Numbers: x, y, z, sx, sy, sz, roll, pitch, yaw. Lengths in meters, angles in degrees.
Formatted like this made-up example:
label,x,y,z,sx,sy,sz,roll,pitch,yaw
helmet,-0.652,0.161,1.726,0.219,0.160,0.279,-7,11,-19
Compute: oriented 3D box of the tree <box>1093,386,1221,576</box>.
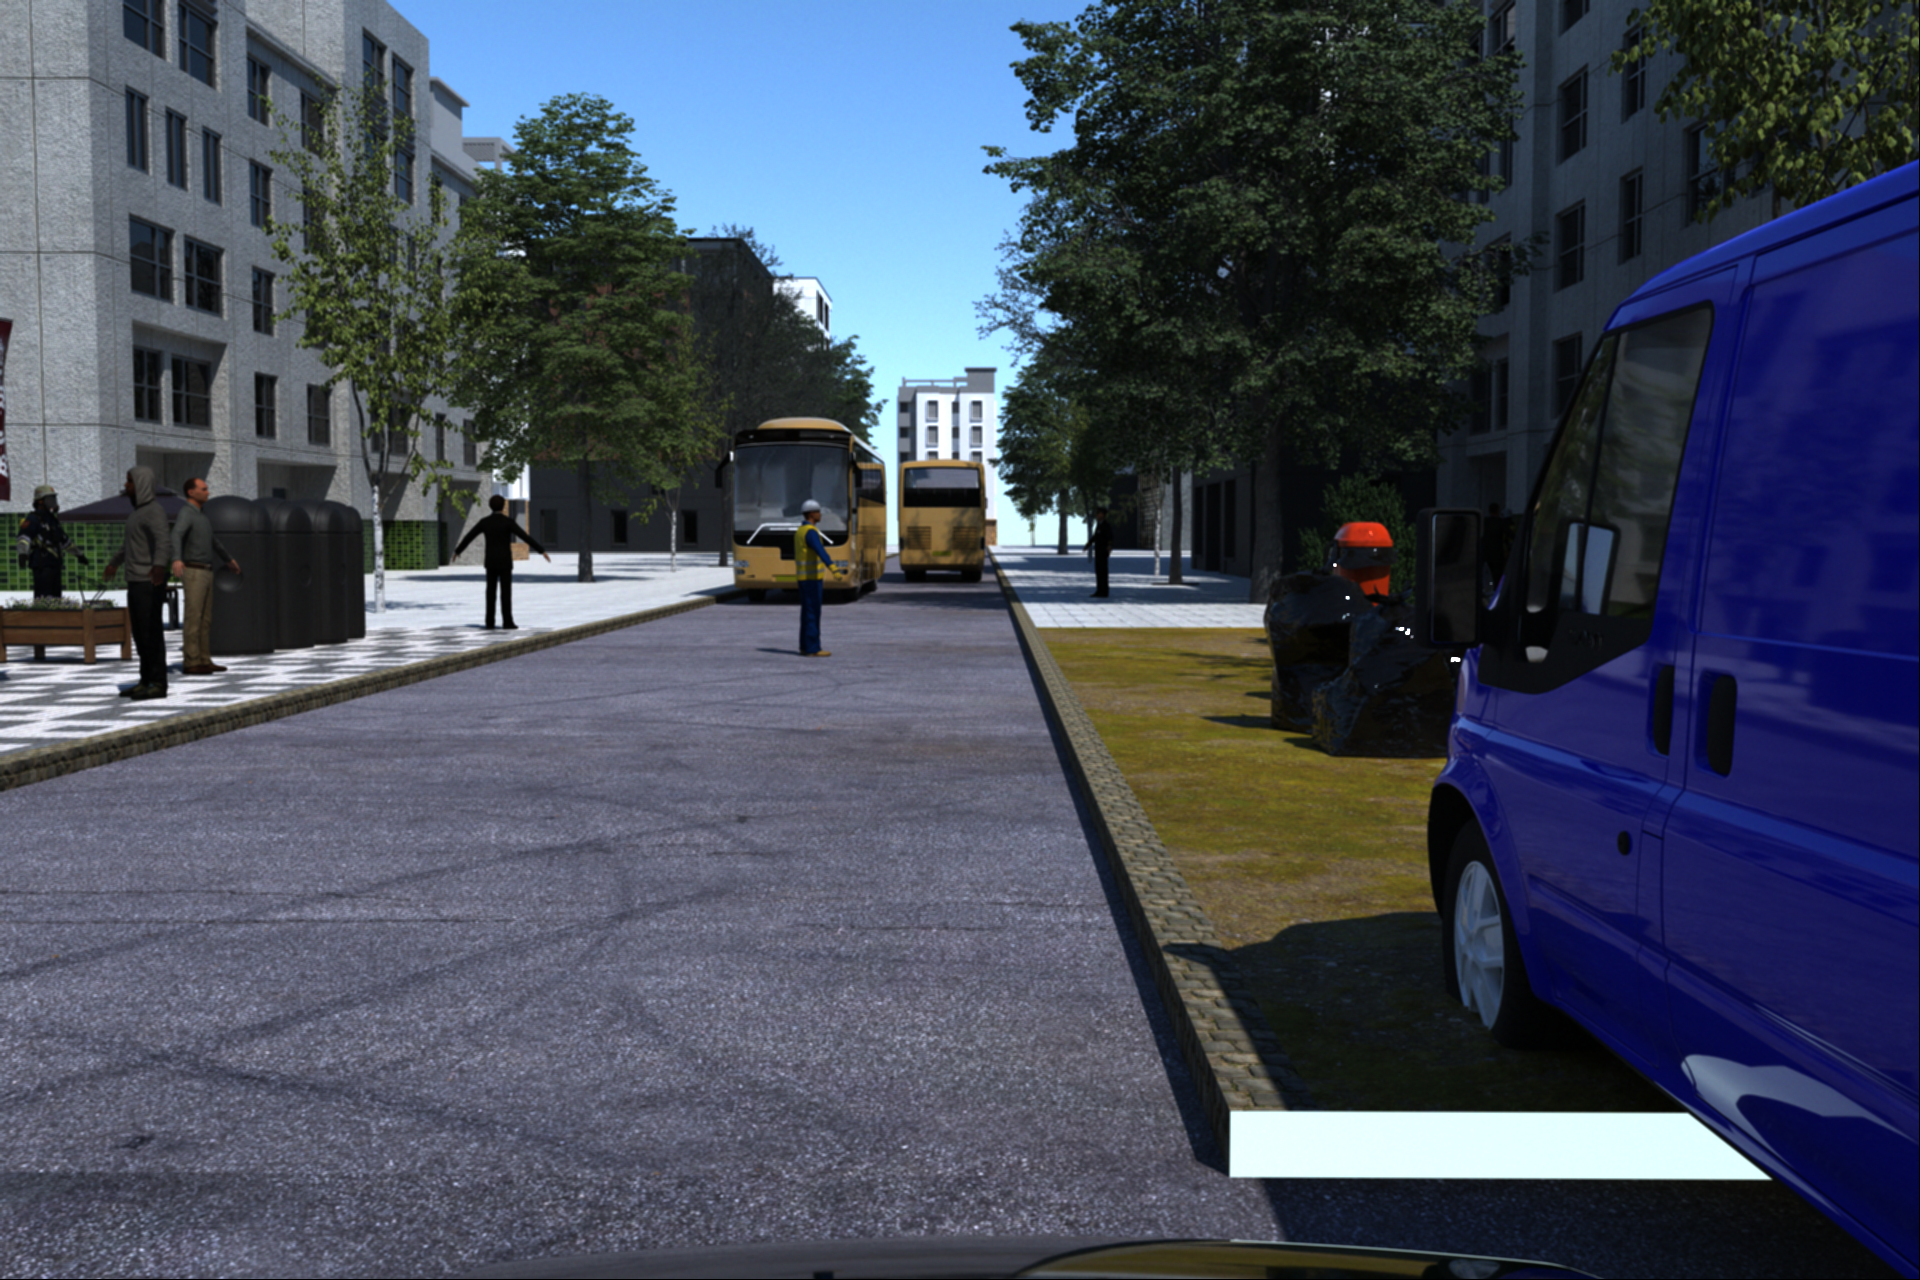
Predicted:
label,x,y,z,sx,sy,sz,roll,pitch,yaw
tree,5.976,-6.236,52.317,4.360,8.622,3.978,0,3,0

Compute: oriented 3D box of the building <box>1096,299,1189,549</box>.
label,x,y,z,sx,sy,sz,roll,pitch,yaw
building,26.787,-19.635,165.004,27.936,21.610,32.646,0,4,0

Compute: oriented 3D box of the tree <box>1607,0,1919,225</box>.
label,x,y,z,sx,sy,sz,roll,pitch,yaw
tree,6.265,-3.784,12.237,4.737,8.622,4.395,0,3,0

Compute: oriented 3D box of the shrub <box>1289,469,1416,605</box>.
label,x,y,z,sx,sy,sz,roll,pitch,yaw
shrub,4.552,-0.935,19.713,1.690,2.028,1.600,0,3,0

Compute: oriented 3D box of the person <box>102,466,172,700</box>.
label,x,y,z,sx,sy,sz,roll,pitch,yaw
person,-6.396,-0.453,13.537,0.705,1.813,1.348,-3,5,-41

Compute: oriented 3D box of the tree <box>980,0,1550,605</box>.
label,x,y,z,sx,sy,sz,roll,pitch,yaw
tree,5.542,-7.632,31.439,9.857,13.997,8.962,0,3,0

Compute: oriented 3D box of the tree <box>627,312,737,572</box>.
label,x,y,z,sx,sy,sz,roll,pitch,yaw
tree,-9.632,-6.600,58.269,4.737,8.622,4.395,0,3,0

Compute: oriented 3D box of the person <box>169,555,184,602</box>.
label,x,y,z,sx,sy,sz,roll,pitch,yaw
person,-14.532,-1.436,32.740,0.991,1.433,0.599,0,4,4

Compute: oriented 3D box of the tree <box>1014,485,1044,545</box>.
label,x,y,z,sx,sy,sz,roll,pitch,yaw
tree,8.133,-15.026,196.044,4.737,8.622,4.395,0,3,0

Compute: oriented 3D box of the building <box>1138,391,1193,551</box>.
label,x,y,z,sx,sy,sz,roll,pitch,yaw
building,24.433,-18.817,138.583,19.493,23.208,18.063,0,4,1

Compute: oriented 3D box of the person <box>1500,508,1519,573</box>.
label,x,y,z,sx,sy,sz,roll,pitch,yaw
person,12.004,-1.979,38.118,1.354,1.858,0.705,-1,4,-14

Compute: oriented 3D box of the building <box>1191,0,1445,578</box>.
label,x,y,z,sx,sy,sz,roll,pitch,yaw
building,22.479,-13.546,65.448,27.936,21.610,32.646,0,4,1

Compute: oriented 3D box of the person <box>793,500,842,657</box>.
label,x,y,z,sx,sy,sz,roll,pitch,yaw
person,-1.723,-0.730,20.360,0.705,1.833,1.349,-2,4,-24

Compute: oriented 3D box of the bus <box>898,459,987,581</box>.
label,x,y,z,sx,sy,sz,roll,pitch,yaw
bus,-0.496,-3.945,56.042,2.896,3.916,12.252,0,4,0

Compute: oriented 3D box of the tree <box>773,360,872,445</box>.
label,x,y,z,sx,sy,sz,roll,pitch,yaw
tree,-8.783,-11.529,106.628,7.486,12.596,7.792,0,3,0

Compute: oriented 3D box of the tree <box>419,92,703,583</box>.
label,x,y,z,sx,sy,sz,roll,pitch,yaw
tree,-10.246,-7.777,45.279,7.486,12.596,7.792,0,3,0

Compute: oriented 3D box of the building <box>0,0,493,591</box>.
label,x,y,z,sx,sy,sz,roll,pitch,yaw
building,-27.405,-11.473,54.038,16.747,18.905,31.486,0,4,1

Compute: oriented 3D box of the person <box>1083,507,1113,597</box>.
label,x,y,z,sx,sy,sz,roll,pitch,yaw
person,2.852,-1.790,35.206,0.705,1.837,1.347,-1,4,-19

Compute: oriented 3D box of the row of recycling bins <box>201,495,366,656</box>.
label,x,y,z,sx,sy,sz,roll,pitch,yaw
row of recycling bins,-7.735,-0.782,19.902,1.069,1.692,3.534,0,4,1

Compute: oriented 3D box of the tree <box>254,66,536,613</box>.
label,x,y,z,sx,sy,sz,roll,pitch,yaw
tree,-9.262,-4.732,27.738,4.737,8.622,4.395,0,3,0

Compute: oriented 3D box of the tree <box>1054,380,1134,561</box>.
label,x,y,z,sx,sy,sz,roll,pitch,yaw
tree,6.356,-8.086,82.563,4.737,8.622,4.395,0,3,0

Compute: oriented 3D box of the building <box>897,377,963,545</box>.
label,x,y,z,sx,sy,sz,roll,pitch,yaw
building,-6.912,-20.966,201.668,11.380,20.090,16.016,1,4,10

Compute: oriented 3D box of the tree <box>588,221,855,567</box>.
label,x,y,z,sx,sy,sz,roll,pitch,yaw
tree,-9.122,-9.606,67.432,12.009,13.543,11.850,0,3,0

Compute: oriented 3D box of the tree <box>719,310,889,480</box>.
label,x,y,z,sx,sy,sz,roll,pitch,yaw
tree,-8.701,-11.545,95.412,9.857,13.997,8.962,0,3,0

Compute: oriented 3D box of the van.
label,x,y,z,sx,sy,sz,roll,pitch,yaw
van,2.256,0.099,2.771,2.240,2.365,5.245,0,4,0

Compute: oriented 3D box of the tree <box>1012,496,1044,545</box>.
label,x,y,z,sx,sy,sz,roll,pitch,yaw
tree,8.584,-15.320,200.838,4.360,8.622,3.978,0,3,0

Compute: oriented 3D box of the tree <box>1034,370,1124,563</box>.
label,x,y,z,sx,sy,sz,roll,pitch,yaw
tree,5.599,-7.720,76.582,4.737,8.622,4.395,0,3,0

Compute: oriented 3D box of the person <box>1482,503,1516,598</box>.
label,x,y,z,sx,sy,sz,roll,pitch,yaw
person,8.973,-1.399,29.094,0.704,1.802,1.346,-3,5,-42

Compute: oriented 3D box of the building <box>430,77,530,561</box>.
label,x,y,z,sx,sy,sz,roll,pitch,yaw
building,-26.611,-13.258,73.186,16.016,20.090,11.380,0,4,1

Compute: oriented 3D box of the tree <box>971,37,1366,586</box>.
label,x,y,z,sx,sy,sz,roll,pitch,yaw
tree,5.473,-8.118,43.103,12.009,13.543,11.850,0,3,0

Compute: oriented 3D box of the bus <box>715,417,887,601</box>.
label,x,y,z,sx,sy,sz,roll,pitch,yaw
bus,-3.302,-2.976,40.208,2.896,3.916,12.252,0,4,1

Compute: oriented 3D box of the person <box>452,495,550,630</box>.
label,x,y,z,sx,sy,sz,roll,pitch,yaw
person,-6.188,-1.044,23.262,1.347,1.806,0.705,0,4,4

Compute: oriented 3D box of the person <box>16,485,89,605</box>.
label,x,y,z,sx,sy,sz,roll,pitch,yaw
person,-10.728,-0.894,20.391,0.705,1.856,1.354,0,4,2

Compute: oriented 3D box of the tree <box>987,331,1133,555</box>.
label,x,y,z,sx,sy,sz,roll,pitch,yaw
tree,6.138,-12.087,104.285,9.857,13.997,8.962,0,3,0

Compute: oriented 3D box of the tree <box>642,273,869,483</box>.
label,x,y,z,sx,sy,sz,roll,pitch,yaw
tree,-9.364,-10.430,80.894,12.009,13.543,11.850,0,3,0

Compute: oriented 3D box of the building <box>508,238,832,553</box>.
label,x,y,z,sx,sy,sz,roll,pitch,yaw
building,-25.362,-17.865,136.067,27.936,21.610,32.646,0,4,1

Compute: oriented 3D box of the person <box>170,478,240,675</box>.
label,x,y,z,sx,sy,sz,roll,pitch,yaw
person,-6.986,-0.590,15.924,0.705,1.796,1.348,0,4,-2

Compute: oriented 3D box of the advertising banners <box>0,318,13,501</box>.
label,x,y,z,sx,sy,sz,roll,pitch,yaw
advertising banners,-7.750,-1.042,13.218,0.090,3.025,2.074,0,4,0

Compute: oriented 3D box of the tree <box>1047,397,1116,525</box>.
label,x,y,z,sx,sy,sz,roll,pitch,yaw
tree,6.892,-8.586,90.741,4.360,8.622,3.978,0,3,0

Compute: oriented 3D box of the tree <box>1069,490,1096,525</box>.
label,x,y,z,sx,sy,sz,roll,pitch,yaw
tree,16.980,-17.630,194.905,9.857,13.997,8.962,0,3,0

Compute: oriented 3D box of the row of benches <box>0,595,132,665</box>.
label,x,y,z,sx,sy,sz,roll,pitch,yaw
row of benches,-10.467,-0.129,17.576,4.104,0.672,1.422,1,4,10

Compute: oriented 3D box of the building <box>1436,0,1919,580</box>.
label,x,y,z,sx,sy,sz,roll,pitch,yaw
building,21.659,-10.198,33.192,16.747,18.905,31.486,0,4,1

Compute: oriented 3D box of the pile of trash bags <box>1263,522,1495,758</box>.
label,x,y,z,sx,sy,sz,roll,pitch,yaw
pile of trash bags,2.973,-0.110,11.556,1.912,1.369,3.447,0,4,0
